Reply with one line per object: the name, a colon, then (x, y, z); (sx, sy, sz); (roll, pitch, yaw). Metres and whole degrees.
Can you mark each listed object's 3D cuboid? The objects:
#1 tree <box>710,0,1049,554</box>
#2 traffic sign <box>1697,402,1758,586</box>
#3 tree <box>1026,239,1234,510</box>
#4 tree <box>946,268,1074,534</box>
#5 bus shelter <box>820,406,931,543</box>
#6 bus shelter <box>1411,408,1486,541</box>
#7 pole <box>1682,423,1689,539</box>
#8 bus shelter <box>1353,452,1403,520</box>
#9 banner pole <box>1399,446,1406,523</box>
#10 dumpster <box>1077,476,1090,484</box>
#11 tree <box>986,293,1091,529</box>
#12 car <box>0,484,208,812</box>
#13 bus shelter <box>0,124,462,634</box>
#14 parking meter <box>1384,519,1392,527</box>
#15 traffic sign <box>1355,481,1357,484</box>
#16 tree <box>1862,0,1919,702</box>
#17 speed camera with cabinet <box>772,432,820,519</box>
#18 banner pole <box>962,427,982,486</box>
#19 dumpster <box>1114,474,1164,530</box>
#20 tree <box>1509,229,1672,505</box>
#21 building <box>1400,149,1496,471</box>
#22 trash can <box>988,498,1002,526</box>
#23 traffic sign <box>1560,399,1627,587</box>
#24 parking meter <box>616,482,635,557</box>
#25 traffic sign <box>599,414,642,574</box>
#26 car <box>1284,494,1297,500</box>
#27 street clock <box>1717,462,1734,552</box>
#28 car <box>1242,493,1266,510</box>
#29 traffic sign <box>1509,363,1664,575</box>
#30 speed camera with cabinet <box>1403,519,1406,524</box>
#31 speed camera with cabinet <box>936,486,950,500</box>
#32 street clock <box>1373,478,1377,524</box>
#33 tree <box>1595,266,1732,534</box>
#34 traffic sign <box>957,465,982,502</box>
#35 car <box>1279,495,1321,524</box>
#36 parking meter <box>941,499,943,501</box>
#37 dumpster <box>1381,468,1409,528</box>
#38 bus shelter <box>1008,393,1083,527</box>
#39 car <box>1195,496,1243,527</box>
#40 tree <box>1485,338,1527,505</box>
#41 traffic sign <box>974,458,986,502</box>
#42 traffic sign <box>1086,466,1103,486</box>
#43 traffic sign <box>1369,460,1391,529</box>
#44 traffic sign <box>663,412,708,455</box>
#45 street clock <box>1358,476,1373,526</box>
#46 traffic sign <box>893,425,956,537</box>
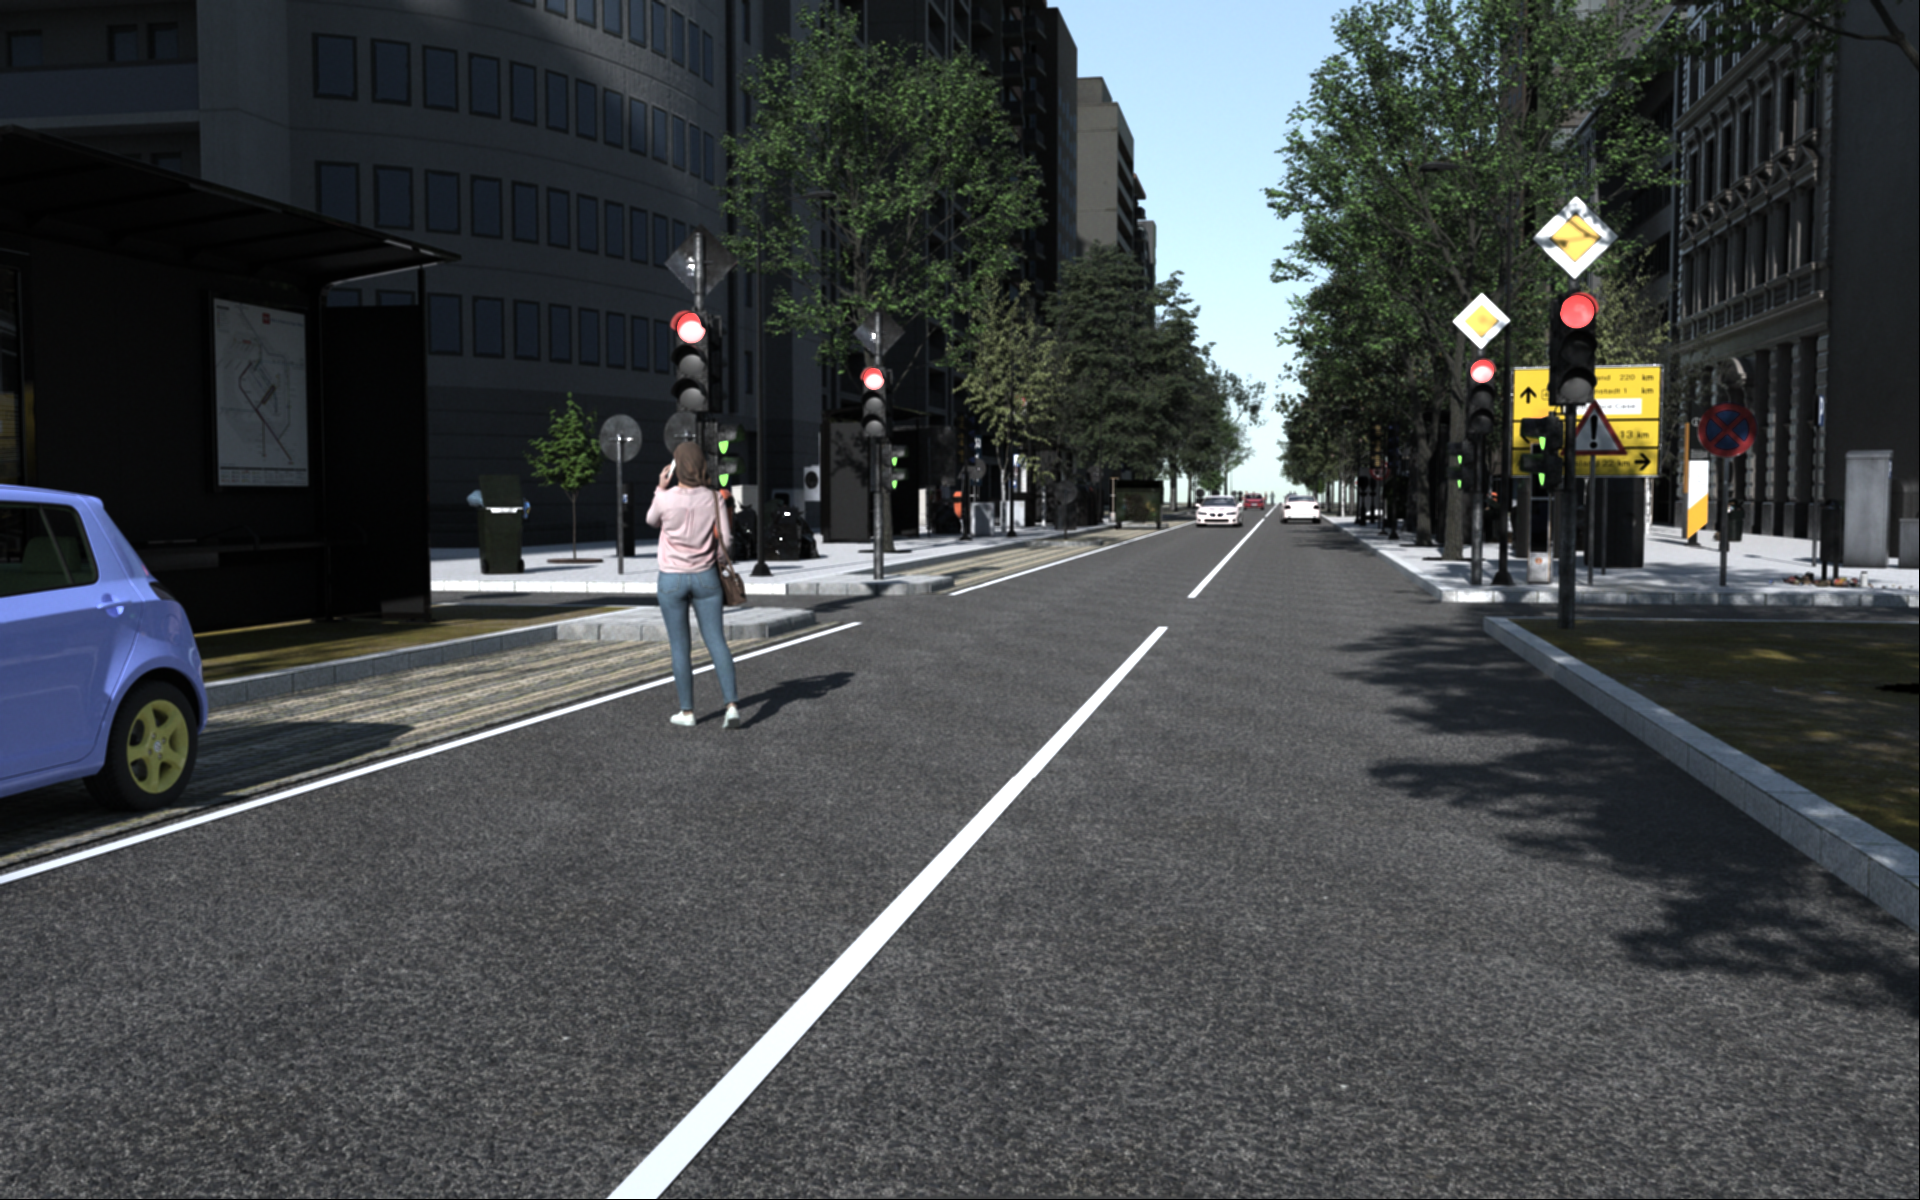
tree: (-1.796, -6.844, 37.651); (9.928, 11.665, 9.643); (0, 3, 0)
traffic sign: (10.653, -1.468, 24.108); (0.768, 2.556, 0.104); (1, 4, 20)
tree: (7.835, -10.964, 85.911); (9.857, 13.997, 8.962); (0, 3, 0)
tree: (1.464, -6.434, 55.561); (4.737, 8.622, 4.395); (0, 3, 0)
bus shelter: (-2.263, -3.472, 48.049); (1.731, 3.624, 6.357); (1, 4, 11)
bus shelter: (14.111, -3.606, 50.239); (1.731, 3.624, 6.357); (1, 4, 11)
pole: (20.827, -3.409, 49.582); (0.158, 3.312, 0.155); (0, 3, 0)
bus shelter: (19.635, -5.365, 81.638); (2.014, 3.302, 5.546); (1, 4, 11)
banner pole: (19.464, -5.287, 76.463); (0.401, 3.779, 0.863); (-2, 4, -29)
dumpster: (6.564, -5.635, 94.619); (1.502, 2.255, 1.985); (1, 4, 11)
tree: (3.021, -6.882, 62.885); (4.360, 8.622, 3.978); (0, 3, 0)
car: (-4.678, 0.176, 6.710); (1.945, 1.707, 3.694); (1, 4, 11)
bus shelter: (-6.300, -1.405, 14.254); (1.731, 3.624, 6.357); (1, 4, 11)
parking meter: (16.610, -3.753, 67.080); (0.255, 1.863, 0.399); (3, 5, 43)
traffic sign: (21.426, -5.626, 91.992); (0.884, 2.594, 0.081); (1, 4, 17)
tree: (6.570, -5.183, 10.492); (9.928, 11.665, 9.643); (0, 3, 0)
speed camera with cabinet: (-5.138, -3.761, 55.825); (2.038, 3.252, 0.660); (2, 4, 35)
banner pole: (0.434, -4.558, 64.533); (0.863, 3.779, 0.401); (1, 4, 16)
dumpster: (7.204, -3.960, 69.694); (1.985, 2.255, 1.502); (1, 4, 11)
tree: (17.730, -6.014, 48.687); (4.737, 8.622, 4.395); (0, 3, 0)
building: (67.278, -34.697, 221.913); (22.147, 44.769, 28.867); (1, 4, 11)
trash can: (1.484, -3.620, 70.840); (0.748, 1.137, 0.748); (0, 3, 0)
traffic sign: (8.716, -1.460, 23.880); (0.884, 2.594, 0.081); (1, 4, 11)
parking meter: (-6.890, -1.667, 35.659); (0.372, 1.533, 0.369); (0, 3, 0)
traffic sign: (-5.431, -1.685, 27.656); (0.768, 2.556, 0.104); (1, 4, 18)
car: (43.719, -13.405, 228.216); (2.155, 1.783, 4.494); (1, 4, 11)
street clock: (17.068, -2.083, 38.629); (0.358, 2.002, 0.471); (2, 4, 31)
car: (26.537, -9.014, 156.412); (2.155, 1.783, 4.494); (1, 4, 9)
traffic sign: (9.880, -2.051, 27.413); (2.265, 3.308, 0.079); (1, 4, 18)
speed camera with cabinet: (18.128, -4.552, 68.753); (0.660, 3.252, 2.038); (2, 4, 27)
speed camera with cabinet: (-1.264, -5.543, 84.969); (0.660, 3.252, 2.038); (-2, 4, -32)
street clock: (17.862, -4.305, 74.951); (0.358, 2.002, 0.471); (1, 4, 21)
tree: (22.263, -6.437, 55.603); (4.360, 8.622, 3.978); (0, 3, 0)
traffic sign: (0.319, -3.666, 59.941); (0.884, 2.594, 0.081); (1, 4, 13)
car: (16.674, -4.434, 84.858); (2.083, 1.381, 4.827); (1, 4, 9)
parking meter: (-1.108, -5.691, 98.751); (0.255, 1.863, 0.399); (-1, 4, -18)
dumpster: (16.692, -3.859, 65.595); (1.502, 2.255, 1.985); (1, 4, 10)
bus shelter: (3.470, -5.728, 71.284); (2.179, 5.291, 8.768); (1, 4, 10)
car: (11.442, -3.909, 76.280); (2.083, 1.381, 4.827); (1, 4, 12)
tree: (20.649, -7.161, 67.450); (4.360, 8.622, 3.978); (0, 3, 0)
traffic sign: (0.542, -3.713, 60.816); (0.768, 2.556, 0.104); (1, 4, 18)
traffic sign: (6.000, -4.727, 77.397); (0.768, 2.556, 0.104); (1, 4, 17)
traffic sign: (15.554, -3.919, 64.190); (0.768, 2.556, 0.104); (1, 4, 18)
traffic sign: (-4.108, -1.587, 26.047); (0.768, 2.556, 0.104); (1, 4, 13)
street clock: (16.244, -3.988, 69.775); (0.358, 2.002, 0.471); (-1, 4, -21)
traffic sign: (-1.246, -3.531, 51.597); (2.265, 3.308, 0.079); (1, 4, 11)
